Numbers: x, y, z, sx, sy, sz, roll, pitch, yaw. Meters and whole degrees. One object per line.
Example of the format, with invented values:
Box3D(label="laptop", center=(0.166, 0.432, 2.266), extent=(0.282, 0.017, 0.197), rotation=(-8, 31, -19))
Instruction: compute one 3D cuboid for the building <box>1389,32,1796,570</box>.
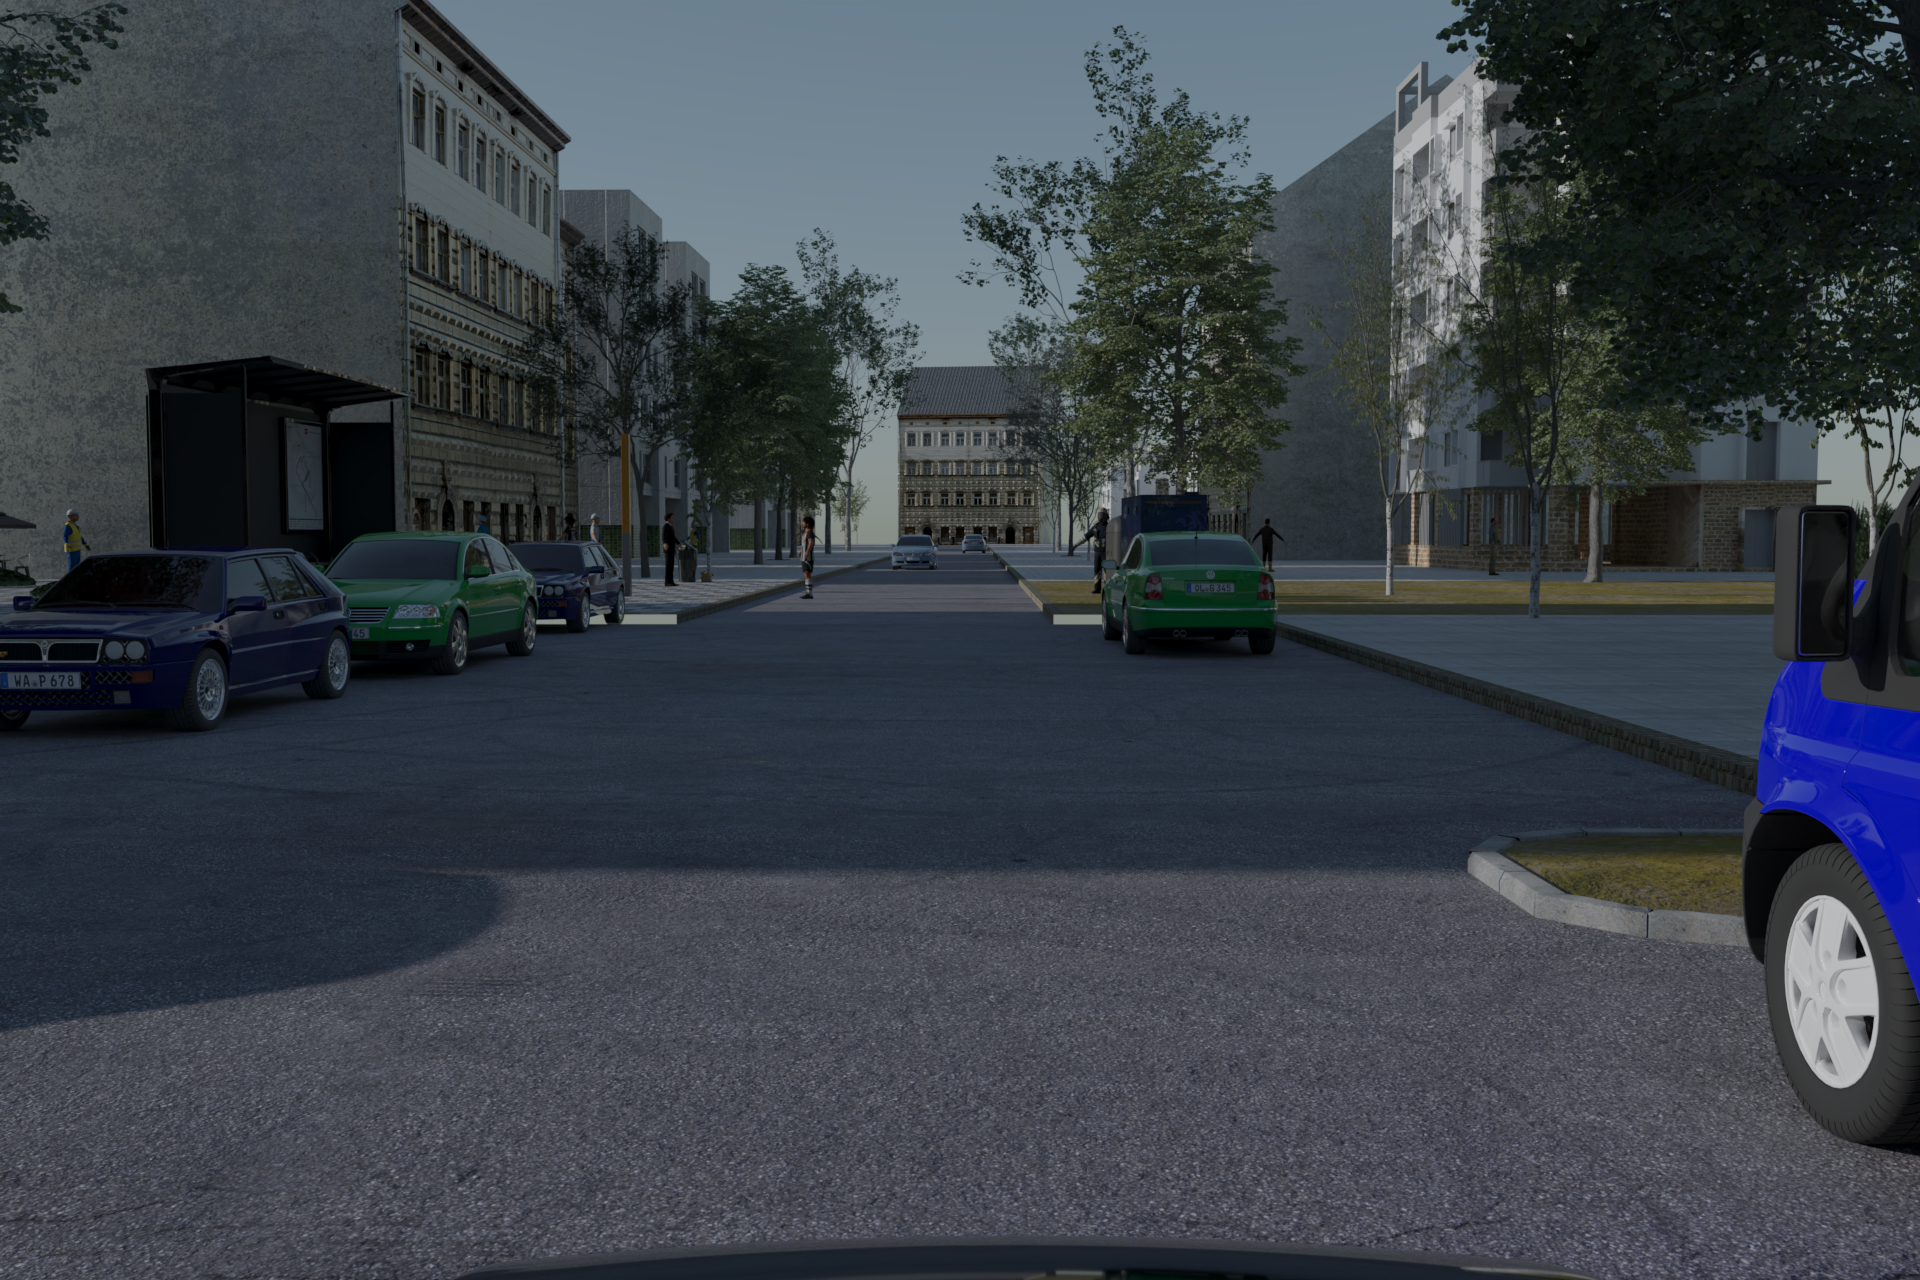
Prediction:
Box3D(label="building", center=(23.117, -13.118, 70.907), extent=(16.016, 20.090, 11.380), rotation=(0, 4, 1))

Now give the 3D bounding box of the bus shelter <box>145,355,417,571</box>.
Box3D(label="bus shelter", center=(-9.916, -2.118, 25.909), extent=(1.731, 3.624, 6.357), rotation=(0, 3, 0))

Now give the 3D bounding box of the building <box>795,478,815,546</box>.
Box3D(label="building", center=(-26.184, -21.978, 190.276), extent=(19.493, 23.208, 18.063), rotation=(0, 4, 1))

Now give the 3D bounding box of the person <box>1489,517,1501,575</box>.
Box3D(label="person", center=(16.586, -2.905, 53.766), extent=(0.705, 1.796, 1.348), rotation=(2, 4, 26))

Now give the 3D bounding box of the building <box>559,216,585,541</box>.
Box3D(label="building", center=(-28.819, -15.172, 78.990), extent=(19.493, 23.208, 18.063), rotation=(0, 4, 1))

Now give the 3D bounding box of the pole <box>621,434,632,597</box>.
Box3D(label="pole", center=(-6.818, -2.542, 35.406), extent=(0.158, 3.312, 0.155), rotation=(0, 3, 0))

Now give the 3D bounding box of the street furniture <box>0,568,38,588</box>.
Box3D(label="street furniture", center=(-26.616, -1.453, 39.389), extent=(5.734, 0.657, 10.072), rotation=(2, 4, 33))

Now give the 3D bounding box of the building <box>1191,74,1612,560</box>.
Box3D(label="building", center=(23.248, -15.993, 92.413), extent=(19.493, 23.208, 18.063), rotation=(0, 3, 0))

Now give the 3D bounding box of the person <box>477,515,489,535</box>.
Box3D(label="person", center=(-13.670, -2.649, 49.436), extent=(0.704, 1.817, 1.347), rotation=(0, 4, 2))

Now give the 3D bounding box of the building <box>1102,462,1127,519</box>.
Box3D(label="building", center=(21.923, -15.833, 201.010), extent=(9.099, 9.664, 28.070), rotation=(0, 4, 1))

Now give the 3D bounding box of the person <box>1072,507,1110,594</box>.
Box3D(label="person", center=(3.052, -1.918, 37.136), extent=(1.354, 1.856, 0.705), rotation=(2, 4, 28))

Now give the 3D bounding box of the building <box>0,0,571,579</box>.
Box3D(label="building", center=(-24.696, -13.853, 57.433), extent=(19.493, 23.208, 18.063), rotation=(0, 4, 1))

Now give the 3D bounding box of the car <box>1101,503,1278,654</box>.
Box3D(label="car", center=(2.835, -0.810, 22.044), extent=(1.959, 1.807, 4.718), rotation=(0, 4, -1))

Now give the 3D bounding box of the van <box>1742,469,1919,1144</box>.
Box3D(label="van", center=(2.972, 0.125, 2.335), extent=(2.240, 2.365, 5.245), rotation=(0, 4, -1))

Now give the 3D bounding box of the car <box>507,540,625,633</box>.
Box3D(label="car", center=(-6.271, -0.843, 26.370), extent=(1.945, 1.354, 3.894), rotation=(0, 4, 1))

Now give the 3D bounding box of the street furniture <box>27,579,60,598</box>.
Box3D(label="street furniture", center=(-13.141, -1.185, 34.997), extent=(10.072, 0.657, 5.734), rotation=(-2, 4, -28))

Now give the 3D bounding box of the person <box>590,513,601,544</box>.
Box3D(label="person", center=(-9.870, -2.522, 47.091), extent=(0.705, 1.847, 1.347), rotation=(-1, 4, -11))

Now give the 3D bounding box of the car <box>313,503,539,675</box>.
Box3D(label="car", center=(-5.953, -0.626, 19.025), extent=(1.959, 1.807, 4.718), rotation=(0, 4, 1))

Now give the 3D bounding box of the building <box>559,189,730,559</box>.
Box3D(label="building", center=(-24.873, -14.598, 105.132), extent=(16.747, 18.905, 31.486), rotation=(0, 4, 1))

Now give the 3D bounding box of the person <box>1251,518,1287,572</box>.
Box3D(label="person", center=(10.485, -3.231, 58.962), extent=(1.346, 1.812, 0.704), rotation=(3, 4, 37))

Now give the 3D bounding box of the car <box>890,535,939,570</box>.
Box3D(label="car", center=(-1.829, -3.591, 70.723), extent=(2.014, 1.417, 4.499), rotation=(0, 4, 1))

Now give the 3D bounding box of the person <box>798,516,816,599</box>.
Box3D(label="person", center=(-3.389, -1.815, 38.284), extent=(0.704, 1.843, 1.345), rotation=(-1, 4, -11))

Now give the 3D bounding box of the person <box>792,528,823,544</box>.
Box3D(label="person", center=(-5.670, -3.513, 64.234), extent=(1.217, 1.733, 0.721), rotation=(-2, 4, -28))

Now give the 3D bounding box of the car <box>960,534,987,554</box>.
Box3D(label="car", center=(1.026, -7.152, 128.942), extent=(2.014, 1.417, 4.499), rotation=(0, 3, 0))

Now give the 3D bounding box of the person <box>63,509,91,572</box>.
Box3D(label="person", center=(-19.434, -1.961, 38.036), extent=(0.705, 1.833, 1.349), rotation=(-1, 4, -9))

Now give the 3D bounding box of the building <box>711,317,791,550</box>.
Box3D(label="building", center=(-24.966, -17.769, 156.979), extent=(16.747, 18.905, 31.486), rotation=(0, 4, 1))

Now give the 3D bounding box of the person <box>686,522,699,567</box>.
Box3D(label="person", center=(-10.310, -3.675, 66.545), extent=(0.721, 1.772, 1.216), rotation=(-2, 4, -29))

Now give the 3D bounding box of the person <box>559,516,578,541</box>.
Box3D(label="person", center=(-11.590, -2.759, 51.261), extent=(0.704, 1.843, 1.345), rotation=(1, 4, 15))

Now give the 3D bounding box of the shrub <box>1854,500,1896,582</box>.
Box3D(label="shrub", center=(19.202, -1.929, 35.953), extent=(1.690, 2.028, 1.600), rotation=(0, 3, 0))

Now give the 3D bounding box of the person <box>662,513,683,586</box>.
Box3D(label="person", center=(-7.107, -2.224, 42.554), extent=(0.705, 1.806, 1.347), rotation=(0, 4, 7))

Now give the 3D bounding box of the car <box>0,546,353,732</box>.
Box3D(label="car", center=(-6.282, -0.075, 13.799), extent=(1.945, 1.354, 3.894), rotation=(0, 4, 1))
